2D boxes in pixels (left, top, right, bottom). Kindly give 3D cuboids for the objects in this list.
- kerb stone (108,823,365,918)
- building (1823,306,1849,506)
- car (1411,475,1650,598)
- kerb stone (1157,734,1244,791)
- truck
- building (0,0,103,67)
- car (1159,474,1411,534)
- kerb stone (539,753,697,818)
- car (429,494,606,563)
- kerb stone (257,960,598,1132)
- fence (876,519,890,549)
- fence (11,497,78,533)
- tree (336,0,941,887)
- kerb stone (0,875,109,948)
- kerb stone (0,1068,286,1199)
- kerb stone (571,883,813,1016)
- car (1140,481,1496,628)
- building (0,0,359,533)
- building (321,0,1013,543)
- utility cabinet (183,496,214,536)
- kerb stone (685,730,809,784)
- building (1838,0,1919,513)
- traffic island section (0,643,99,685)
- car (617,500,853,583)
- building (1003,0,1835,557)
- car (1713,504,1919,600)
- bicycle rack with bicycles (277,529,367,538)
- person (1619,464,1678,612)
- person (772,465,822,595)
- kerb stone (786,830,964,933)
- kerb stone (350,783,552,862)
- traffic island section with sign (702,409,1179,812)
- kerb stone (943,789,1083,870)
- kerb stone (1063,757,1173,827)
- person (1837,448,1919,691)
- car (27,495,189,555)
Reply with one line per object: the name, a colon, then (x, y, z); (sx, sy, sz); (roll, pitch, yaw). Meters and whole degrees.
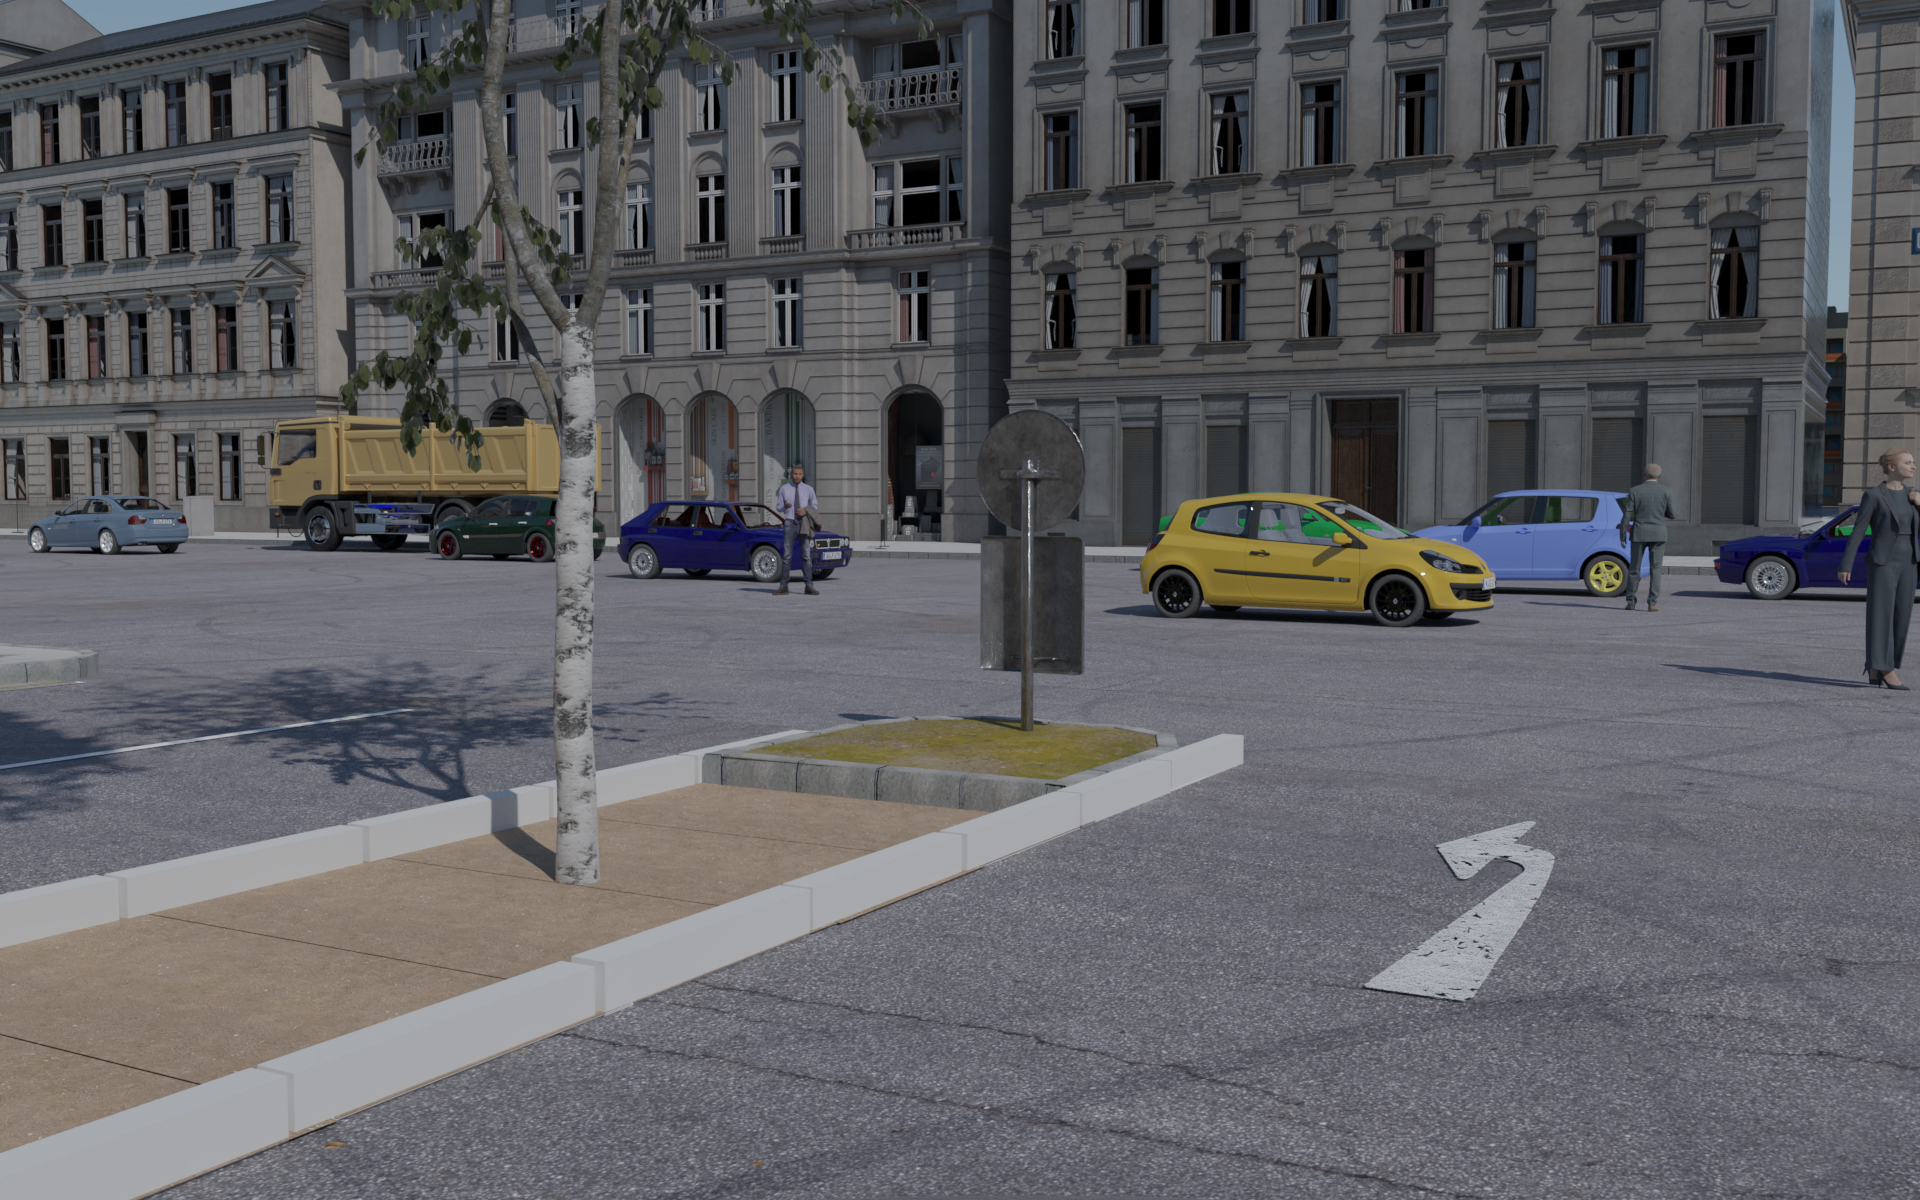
kerb stone: (-2.597, 0.977, 6.266); (0.120, 0.150, 1.000); (2, 4, 29)
building: (93.633, -21.087, 189.804); (28.899, 21.520, 27.650); (2, 4, 29)
car: (8.175, -0.956, 25.223); (3.694, 1.707, 1.945); (2, 4, 27)
kerb stone: (1.212, 0.819, 8.804); (0.120, 0.150, 1.000); (2, 4, 29)
truck: (-13.446, -2.874, 42.912); (9.791, 3.379, 3.469); (2, 4, 28)
building: (-43.163, -13.661, 72.507); (18.267, 20.994, 9.793); (2, 4, 29)
car: (5.878, -1.371, 31.212); (4.718, 1.807, 1.959); (2, 4, 29)
kerb stone: (-1.595, 0.867, 8.074); (0.120, 0.150, 1.000); (2, 4, 29)
car: (-9.571, -1.691, 37.440); (4.222, 1.686, 2.009); (2, 4, 30)
kerb stone: (-1.292, 1.100, 4.323); (0.120, 0.150, 1.000); (2, 4, 29)
fence: (-1.839, -1.580, 41.216); (0.278, 0.683, 2.069); (0, 3, 0)
fence: (-30.571, -2.866, 58.054); (0.480, 1.192, 2.264); (2, 4, 31)
tree: (-1.307, -3.273, 6.336); (4.360, 8.622, 3.978); (0, 3, 0)
kerb stone: (-3.104, 1.029, 5.374); (0.120, 0.150, 1.000); (2, 4, 29)
kerb stone: (-1.781, 1.151, 3.421); (0.120, 0.150, 1.000); (2, 4, 29)
kerb stone: (-0.783, 1.038, 5.216); (0.120, 0.150, 1.000); (2, 4, 29)
car: (4.082, -0.591, 19.879); (3.980, 1.641, 2.015); (2, 4, 31)
building: (-26.412, -12.198, 64.068); (19.286, 19.102, 10.561); (2, 4, 29)
building: (-6.495, -13.034, 54.908); (24.055, 21.916, 13.314); (2, 4, 29)
utility cabinet: (-23.269, -2.555, 52.928); (0.306, 1.237, 1.020); (1, 4, 16)
kerb stone: (-1.094, 0.810, 8.969); (0.120, 0.150, 1.000); (2, 4, 29)
building: (30.935, -14.415, 32.956); (25.104, 27.353, 12.463); (2, 4, 29)
traffic island section: (-8.129, 0.559, 13.142); (2.009, 0.180, 2.903); (2, 4, 29)
car: (-3.799, -1.016, 29.187); (3.894, 1.354, 1.945); (2, 4, 28)
building: (11.234, -11.815, 42.326); (18.267, 20.994, 9.793); (2, 4, 29)
car: (12.354, -0.663, 23.421); (3.894, 1.354, 1.945); (2, 4, 30)
bicycle rack with bicycles: (-18.817, -2.343, 51.694); (2.852, 0.926, 2.925); (1, 4, 19)
person: (8.457, -0.772, 21.303); (0.661, 1.801, 0.590); (1, 4, 17)
person: (-2.297, -0.983, 24.439); (0.709, 1.838, 0.599); (-1, 4, -10)
kerb stone: (-0.289, 0.985, 6.116); (0.120, 0.150, 1.000); (2, 4, 29)
kerb stone: (-2.092, 0.919, 7.162); (0.120, 0.150, 1.000); (2, 4, 29)
traffic island section with sign: (0.081, -0.044, 8.857); (2.006, 1.907, 1.989); (2, 4, 29)
kerb stone: (0.218, 0.929, 7.007); (0.120, 0.150, 1.000); (2, 4, 29)
kerb stone: (0.716, 0.874, 7.905); (0.120, 0.150, 1.000); (2, 4, 29)
person: (6.831, -0.238, 12.806); (0.576, 1.772, 0.534); (-2, 4, -29)
car: (-20.691, -1.835, 42.011); (4.499, 1.417, 2.014); (2, 4, 30)
